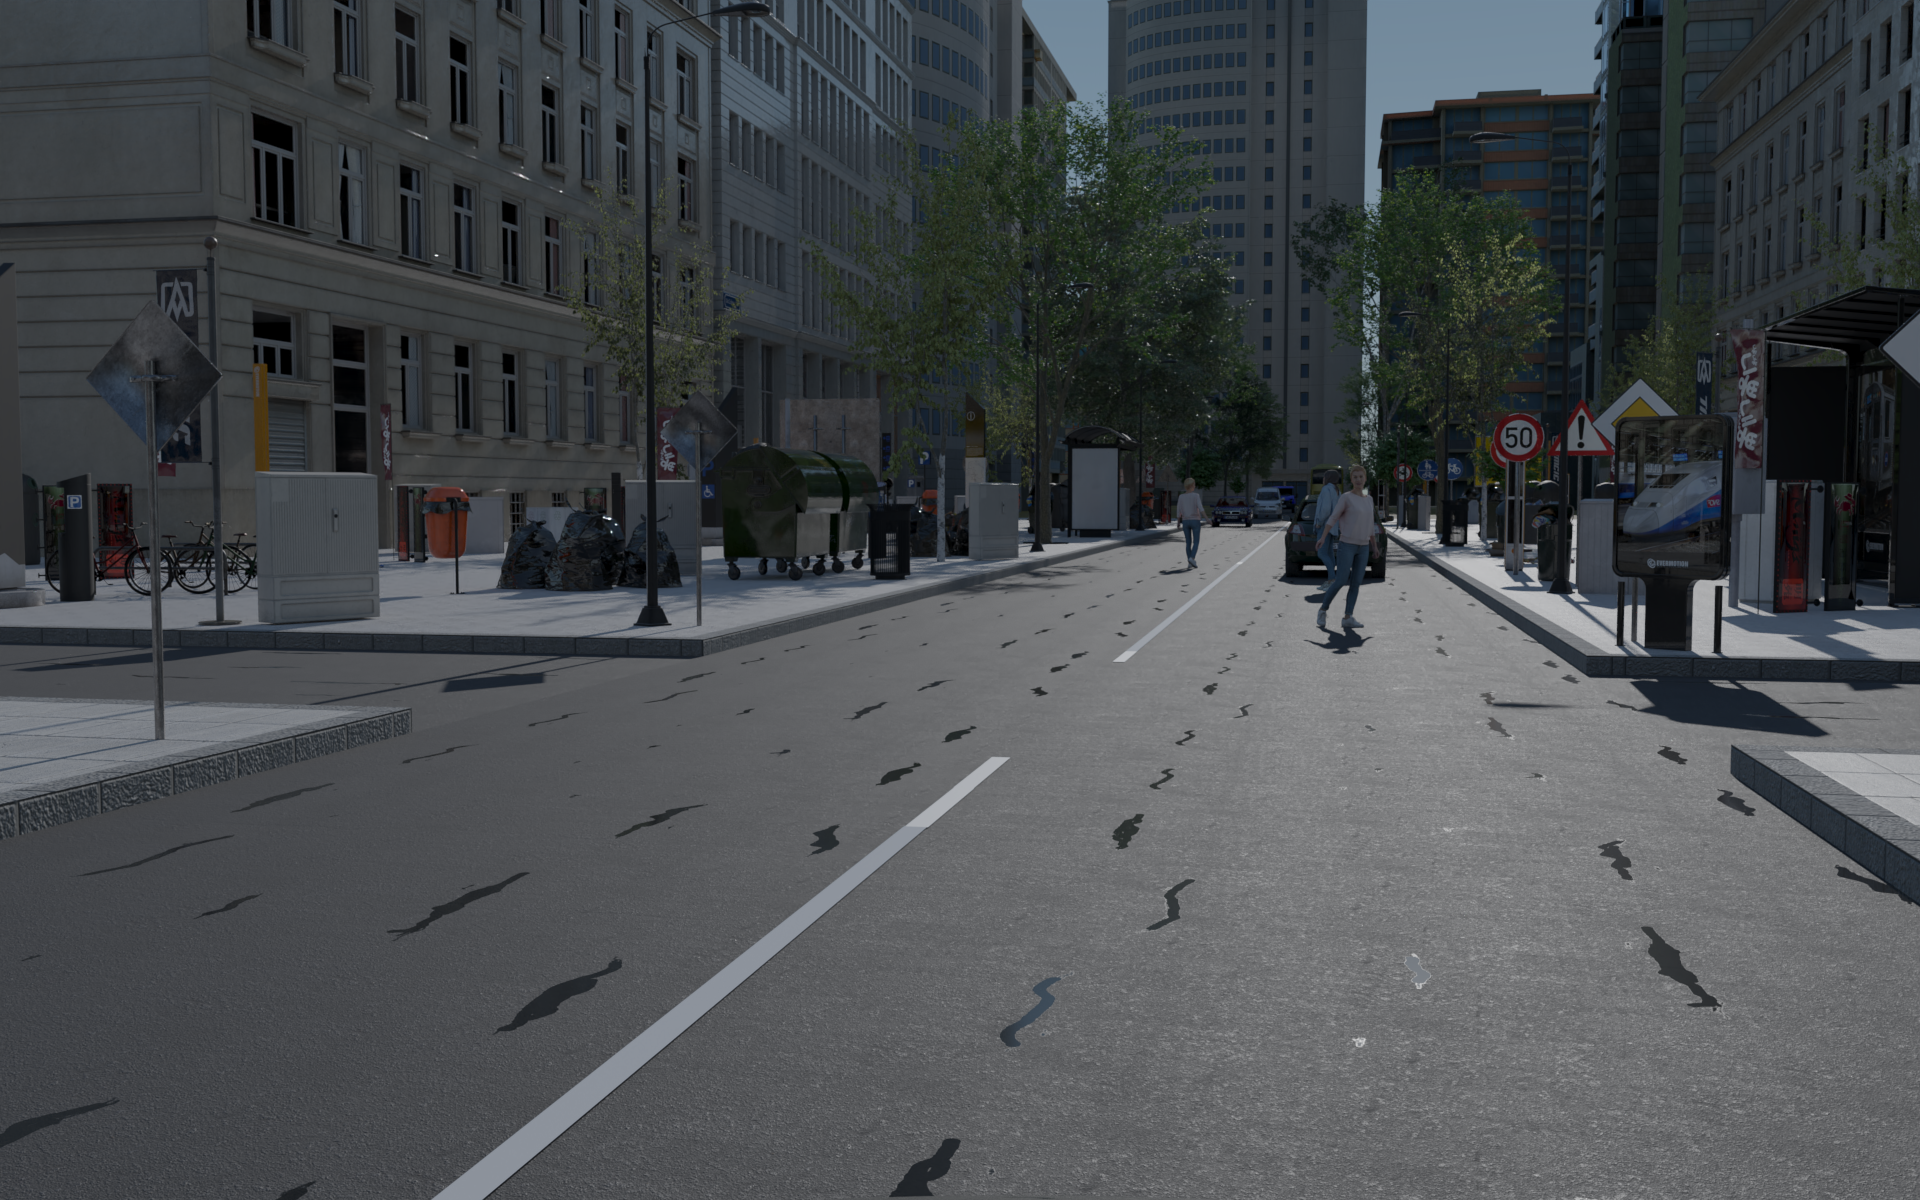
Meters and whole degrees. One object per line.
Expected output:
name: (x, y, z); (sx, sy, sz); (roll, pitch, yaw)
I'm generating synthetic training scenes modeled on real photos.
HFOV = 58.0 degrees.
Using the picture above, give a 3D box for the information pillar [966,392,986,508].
information pillar: (0.341, -2.947, 39.544); (0.504, 3.616, 0.183); (2, 4, 27)

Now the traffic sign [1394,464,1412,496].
traffic sign: (18.557, -4.433, 72.591); (0.768, 2.556, 0.104); (1, 4, 16)

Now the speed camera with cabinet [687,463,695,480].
speed camera with cabinet: (-7.705, -3.474, 51.136); (0.660, 3.252, 2.038); (-1, 4, -10)

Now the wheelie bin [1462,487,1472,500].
wheelie bin: (24.452, -4.574, 82.692); (0.980, 1.594, 0.693); (-2, 4, -31)

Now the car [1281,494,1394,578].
car: (6.761, -1.302, 31.071); (2.009, 1.686, 4.222); (1, 4, 13)

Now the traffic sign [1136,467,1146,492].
traffic sign: (8.721, -5.012, 81.949); (0.884, 2.594, 0.081); (1, 4, 21)

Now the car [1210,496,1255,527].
car: (12.064, -3.921, 76.694); (1.945, 1.354, 3.894); (1, 4, 11)

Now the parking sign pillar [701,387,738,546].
parking sign pillar: (-6.007, -3.350, 43.250); (1.447, 3.967, 1.447); (1, 4, 18)

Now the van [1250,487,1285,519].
van: (18.174, -5.827, 102.275); (2.013, 2.044, 4.112); (1, 4, 10)

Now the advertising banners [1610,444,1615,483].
advertising banners: (17.032, -2.857, 42.896); (2.074, 3.025, 0.090); (0, 4, 5)

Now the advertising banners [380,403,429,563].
advertising banners: (-10.613, -2.252, 33.005); (0.090, 3.025, 2.074); (-3, 5, -40)

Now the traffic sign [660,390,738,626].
traffic sign: (-2.537, -0.805, 16.811); (0.795, 2.450, 0.064); (1, 4, 12)

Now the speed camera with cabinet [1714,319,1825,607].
speed camera with cabinet: (9.351, -1.585, 20.258); (2.038, 3.252, 0.660); (-3, 4, -37)

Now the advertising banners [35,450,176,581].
advertising banners: (-12.788, -1.831, 26.121); (2.074, 3.025, 0.090); (-3, 4, -38)

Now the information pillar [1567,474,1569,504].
information pillar: (21.983, -3.581, 63.036); (0.304, 2.012, 0.304); (1, 4, 11)

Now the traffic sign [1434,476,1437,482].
traffic sign: (23.766, -5.227, 85.563); (0.768, 2.556, 0.104); (1, 4, 16)

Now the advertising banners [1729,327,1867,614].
advertising banners: (9.007, -1.374, 18.649); (2.074, 3.025, 0.090); (-2, 4, -24)

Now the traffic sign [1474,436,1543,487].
traffic sign: (19.011, -4.049, 60.071); (2.265, 3.308, 0.079); (1, 4, 18)

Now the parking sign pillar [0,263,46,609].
parking sign pillar: (-11.256, -1.907, 19.654); (1.447, 3.967, 1.447); (0, 4, 5)

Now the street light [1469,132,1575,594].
street light: (7.237, -3.044, 22.319); (1.470, 5.913, 1.316); (1, 4, 12)

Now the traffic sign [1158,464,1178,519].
traffic sign: (8.965, -4.573, 74.774); (0.884, 2.594, 0.081); (1, 4, 17)

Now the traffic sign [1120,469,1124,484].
traffic sign: (7.985, -5.304, 86.833); (0.768, 2.556, 0.104); (1, 4, 16)

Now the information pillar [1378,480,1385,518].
information pillar: (20.882, -4.972, 85.782); (0.304, 2.012, 0.304); (2, 4, 25)

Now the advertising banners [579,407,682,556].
advertising banners: (-6.610, -2.365, 34.848); (2.074, 3.025, 0.090); (0, 4, -1)

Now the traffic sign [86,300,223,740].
traffic sign: (-4.181, -0.327, 8.996); (0.795, 2.450, 0.064); (1, 4, 12)

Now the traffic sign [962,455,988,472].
traffic sign: (0.421, -3.070, 50.296); (0.768, 2.556, 0.104); (1, 4, 18)

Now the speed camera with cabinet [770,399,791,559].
speed camera with cabinet: (-3.439, -2.503, 35.261); (0.660, 3.252, 2.038); (0, 4, 5)

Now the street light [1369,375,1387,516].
street light: (16.562, -5.749, 66.540); (1.470, 5.913, 1.316); (1, 4, 12)

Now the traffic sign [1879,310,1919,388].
traffic sign: (4.225, -0.218, 7.213); (0.795, 2.450, 0.064); (1, 4, 12)

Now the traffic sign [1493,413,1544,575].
traffic sign: (8.803, -1.666, 27.353); (0.768, 2.556, 0.104); (1, 4, 13)

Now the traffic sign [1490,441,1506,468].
traffic sign: (11.003, -2.115, 34.684); (0.768, 2.556, 0.104); (1, 4, 17)

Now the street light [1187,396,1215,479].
street light: (11.369, -6.710, 82.244); (1.470, 5.913, 1.316); (1, 4, 12)

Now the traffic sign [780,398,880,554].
traffic sign: (-2.802, -2.642, 37.069); (2.265, 3.308, 0.079); (1, 4, 16)

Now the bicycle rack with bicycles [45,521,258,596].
bicycle rack with bicycles: (-9.923, -0.569, 22.678); (2.925, 0.926, 2.852); (0, 4, 7)

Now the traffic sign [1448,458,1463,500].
traffic sign: (17.392, -3.744, 61.312); (0.768, 2.556, 0.104); (1, 4, 13)

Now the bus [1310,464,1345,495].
bus: (29.710, -9.093, 140.219); (2.896, 3.916, 12.252); (1, 4, 12)

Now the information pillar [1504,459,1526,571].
information pillar: (9.257, -1.493, 28.904); (0.304, 2.012, 0.304); (1, 4, 15)

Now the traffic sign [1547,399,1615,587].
traffic sign: (8.550, -1.462, 23.900); (0.884, 2.594, 0.081); (1, 4, 15)

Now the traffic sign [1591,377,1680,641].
traffic sign: (5.870, -0.696, 15.028); (0.795, 2.450, 0.064); (1, 4, 12)

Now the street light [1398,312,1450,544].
street light: (11.864, -4.382, 44.190); (1.470, 5.913, 1.316); (1, 4, 12)

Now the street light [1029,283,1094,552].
street light: (2.249, -4.023, 38.317); (1.470, 5.913, 1.316); (1, 4, 12)

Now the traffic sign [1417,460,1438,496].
traffic sign: (17.270, -3.905, 63.953); (0.768, 2.556, 0.104); (1, 4, 17)

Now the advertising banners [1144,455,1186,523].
advertising banners: (9.127, -4.913, 76.511); (2.074, 3.025, 0.090); (0, 4, 3)

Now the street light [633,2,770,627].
street light: (-2.474, -2.696, 16.620); (1.470, 5.913, 1.316); (1, 4, 12)

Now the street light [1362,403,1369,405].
street light: (21.149, -7.078, 88.265); (1.470, 5.913, 1.316); (1, 4, 12)

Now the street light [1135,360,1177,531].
street light: (6.815, -5.358, 60.145); (1.470, 5.913, 1.316); (1, 4, 12)

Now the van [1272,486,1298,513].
van: (24.502, -7.776, 131.525); (2.240, 2.365, 5.245); (1, 4, 11)

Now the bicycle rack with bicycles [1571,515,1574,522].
bicycle rack with bicycles: (25.076, -3.834, 76.062); (2.852, 0.926, 2.925); (-1, 4, -19)
